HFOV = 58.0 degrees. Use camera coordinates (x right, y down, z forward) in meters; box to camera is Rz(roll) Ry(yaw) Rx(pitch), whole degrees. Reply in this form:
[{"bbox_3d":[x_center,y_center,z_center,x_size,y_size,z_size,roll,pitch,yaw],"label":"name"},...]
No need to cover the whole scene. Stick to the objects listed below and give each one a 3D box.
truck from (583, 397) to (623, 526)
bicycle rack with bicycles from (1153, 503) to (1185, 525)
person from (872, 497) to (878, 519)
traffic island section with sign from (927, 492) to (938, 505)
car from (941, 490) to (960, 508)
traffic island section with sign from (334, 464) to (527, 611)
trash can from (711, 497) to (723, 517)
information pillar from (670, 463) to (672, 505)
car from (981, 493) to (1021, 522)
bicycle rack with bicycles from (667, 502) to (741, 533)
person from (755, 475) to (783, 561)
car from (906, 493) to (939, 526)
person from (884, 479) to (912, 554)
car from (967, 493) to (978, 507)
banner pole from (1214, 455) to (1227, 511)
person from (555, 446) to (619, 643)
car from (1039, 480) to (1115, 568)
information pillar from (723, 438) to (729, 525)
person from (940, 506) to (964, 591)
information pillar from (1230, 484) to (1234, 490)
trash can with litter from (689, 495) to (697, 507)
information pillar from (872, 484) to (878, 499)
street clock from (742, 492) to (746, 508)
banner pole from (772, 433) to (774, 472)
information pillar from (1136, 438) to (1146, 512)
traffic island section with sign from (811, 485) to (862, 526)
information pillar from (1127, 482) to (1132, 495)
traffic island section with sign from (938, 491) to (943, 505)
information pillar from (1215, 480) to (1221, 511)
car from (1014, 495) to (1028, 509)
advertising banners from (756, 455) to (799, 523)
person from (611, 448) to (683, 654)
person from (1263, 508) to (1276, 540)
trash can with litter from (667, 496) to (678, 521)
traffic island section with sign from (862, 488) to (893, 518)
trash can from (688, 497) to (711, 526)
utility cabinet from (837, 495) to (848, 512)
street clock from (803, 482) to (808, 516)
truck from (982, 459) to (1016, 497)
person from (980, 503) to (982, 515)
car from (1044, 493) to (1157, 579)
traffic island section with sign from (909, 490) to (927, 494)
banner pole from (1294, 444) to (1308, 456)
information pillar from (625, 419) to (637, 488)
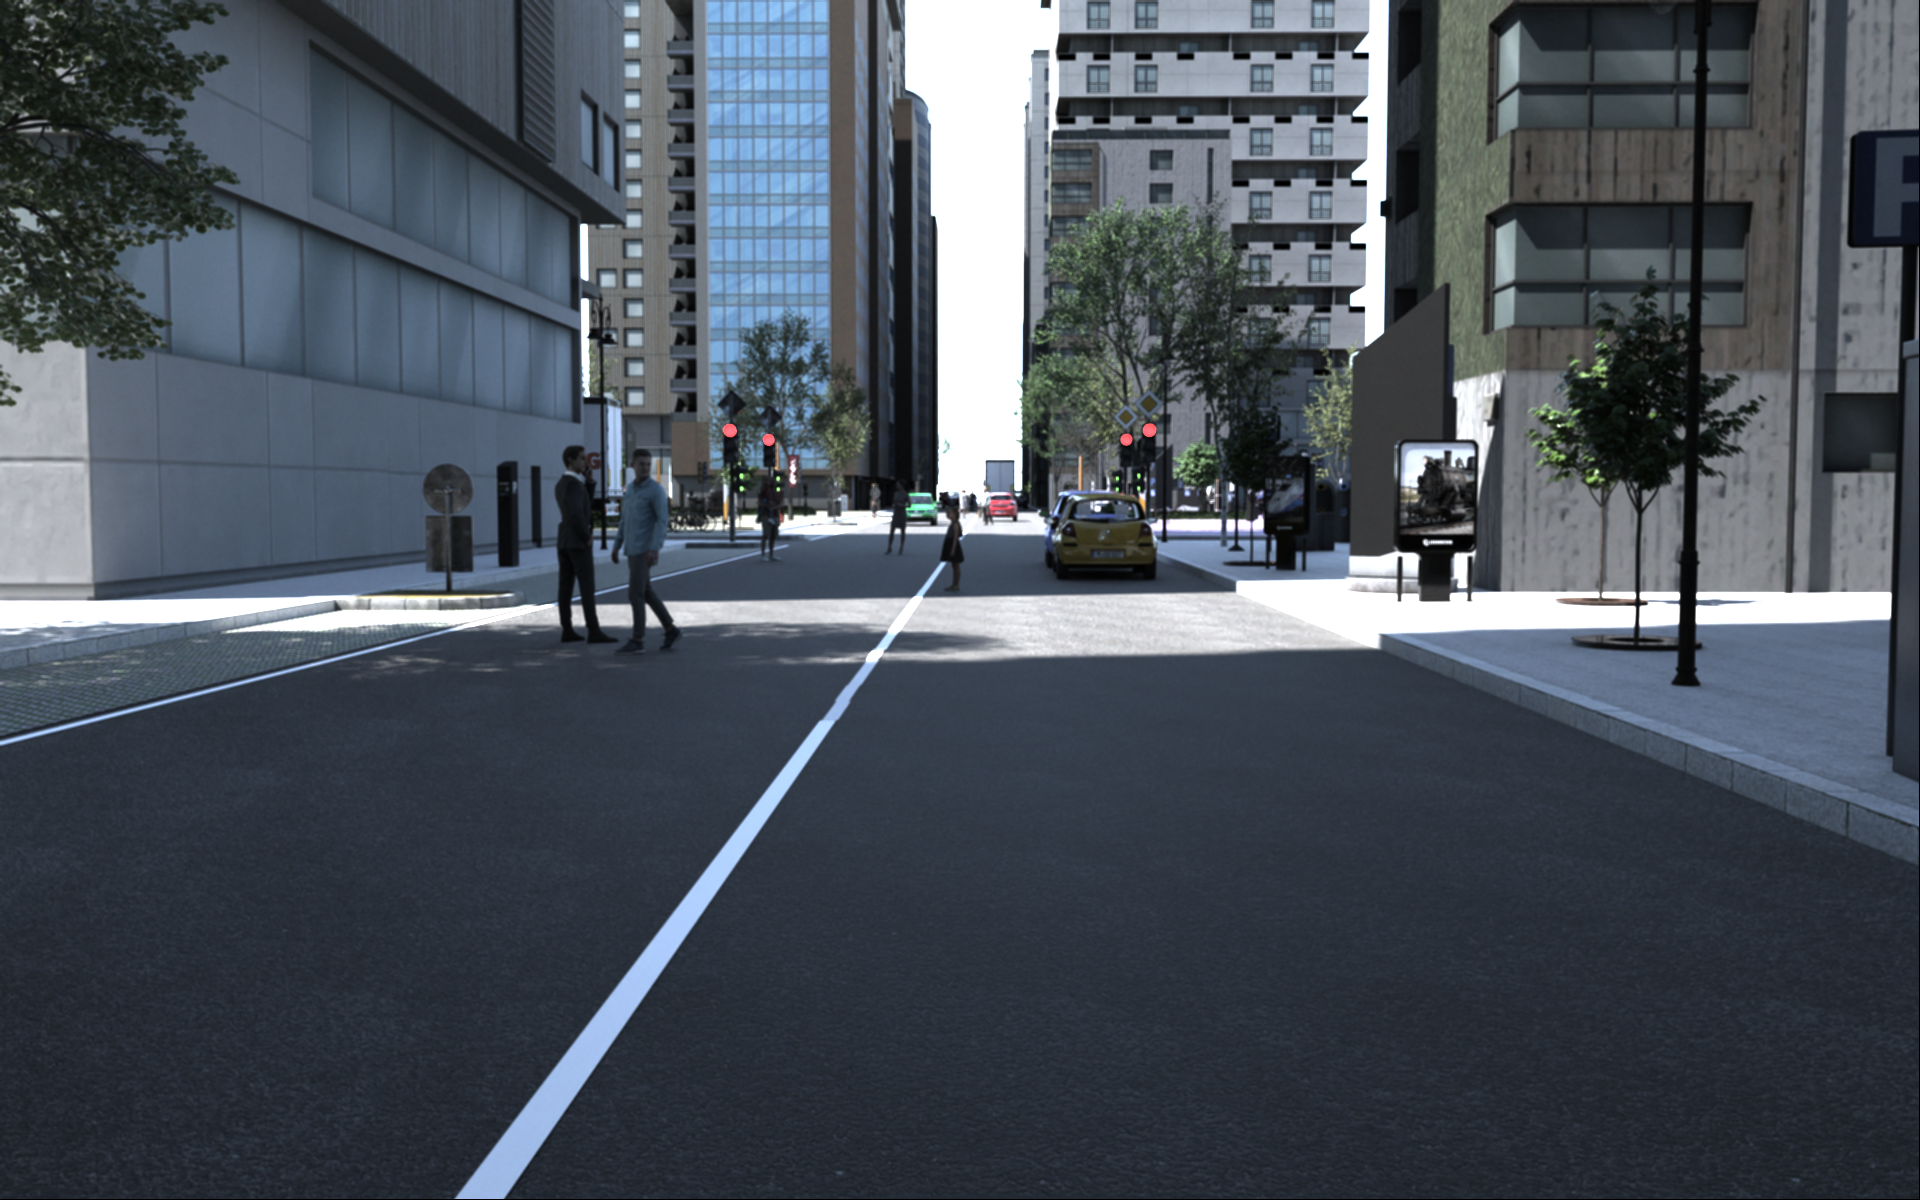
[{"bbox_3d":[-15.741,-3.793,50.931,11.283,4.237,2.839,0,4,-1],"label":"truck"},{"bbox_3d":[7.646,-3.664,73.295,2.852,0.926,2.925,-1,4,-8],"label":"bicycle rack with bicycles"},{"bbox_3d":[-4.797,-5.153,97.427,0.362,1.253,0.373,3,4,38],"label":"person"},{"bbox_3d":[-3.623,-10.530,180.786,1.989,1.847,2.006,0,4,1],"label":"traffic island section with sign"},{"bbox_3d":[-0.813,-10.222,175.799,2.281,1.827,5.304,0,3,0],"label":"car"},{"bbox_3d":[-6.642,-0.822,22.061,1.989,1.847,2.006,0,4,1],"label":"traffic island section with sign"},{"bbox_3d":[-13.557,-5.124,95.434,0.748,1.137,0.748,0,3,0],"label":"trash can"},{"bbox_3d":[-21.613,-8.451,129.532,0.183,3.616,0.504,-1,4,-19],"label":"information pillar"},{"bbox_3d":[2.144,-5.054,91.681,2.155,1.783,4.494,0,4,2],"label":"car"},{"bbox_3d":[-9.352,-2.749,58.326,2.925,0.926,2.852,-2,4,-33],"label":"bicycle rack with bicycles"},{"bbox_3d":[-4.086,-1.748,37.048,0.573,1.828,0.580,0,4,7],"label":"person"},{"bbox_3d":[-1.945,-4.318,79.388,1.959,1.807,4.718,0,3,0],"label":"car"},{"bbox_3d":[-1.474,-1.977,41.169,0.599,1.781,0.374,2,4,29],"label":"person"},{"bbox_3d":[1.025,-10.801,186.191,1.945,1.707,3.694,0,4,1],"label":"car"},{"bbox_3d":[14.989,-6.735,100.133,0.863,3.779,0.401,0,4,-1],"label":"banner pole"},{"bbox_3d":[-3.668,-0.548,16.822,0.474,1.900,0.648,-3,4,-37],"label":"person"},{"bbox_3d":[2.566,-1.554,35.004,1.945,1.707,3.694,0,4,2],"label":"car"},{"bbox_3d":[-9.843,-4.985,72.860,0.183,3.616,0.504,0,4,8],"label":"information pillar"},{"bbox_3d":[-0.123,-0.760,25.593,0.373,1.253,0.362,-1,4,-10],"label":"person"},{"bbox_3d":[16.159,-6.815,102.782,0.183,3.616,0.504,-1,4,-12],"label":"information pillar"},{"bbox_3d":[-17.838,-6.570,118.477,2.233,1.210,1.678,-1,4,-12],"label":"trash can with litter"},{"bbox_3d":[-6.283,-7.550,127.928,0.304,2.012,0.304,-2,4,-32],"label":"information pillar"},{"bbox_3d":[-16.207,-7.670,129.970,0.358,2.002,0.471,-1,4,-11],"label":"street clock"},{"bbox_3d":[-7.682,-4.945,70.874,0.401,3.779,0.863,-1,4,-15],"label":"banner pole"},{"bbox_3d":[6.788,-4.459,64.256,0.504,3.616,0.183,0,4,3],"label":"information pillar"},{"bbox_3d":[-5.590,-4.219,77.612,1.989,1.847,2.006,0,4,1],"label":"traffic island section with sign"},{"bbox_3d":[10.428,-6.234,106.414,0.304,2.012,0.304,1,4,17],"label":"information pillar"},{"bbox_3d":[-2.569,-13.934,236.445,1.989,1.847,2.006,0,4,1],"label":"traffic island section with sign"},{"bbox_3d":[13.367,-5.187,89.302,0.304,2.012,0.304,-1,4,-12],"label":"information pillar"},{"bbox_3d":[5.618,-9.403,166.312,1.945,1.354,3.894,0,4,0],"label":"car"},{"bbox_3d":[-8.149,-4.973,77.489,2.074,3.025,0.090,1,4,16],"label":"advertising banners"},{"bbox_3d":[-2.802,-0.446,15.648,0.748,1.841,0.638,-2,4,-33],"label":"person"},{"bbox_3d":[9.209,-2.559,50.529,0.709,1.800,0.728,1,4,19],"label":"person"},{"bbox_3d":[-13.670,-4.246,80.481,1.678,1.210,2.233,0,4,-7],"label":"trash can with litter"},{"bbox_3d":[-5.069,-5.871,104.623,1.989,1.847,2.006,0,4,1],"label":"traffic island section with sign"},{"bbox_3d":[-10.436,-3.491,68.739,0.748,1.137,0.748,0,3,0],"label":"trash can"},{"bbox_3d":[-8.712,-7.099,127.234,1.020,1.237,0.306,-3,5,-41],"label":"utility cabinet"},{"bbox_3d":[-8.931,-5.844,100.112,0.358,2.002,0.471,0,4,0],"label":"street clock"},{"bbox_3d":[3.289,-9.537,144.850,2.839,4.237,11.283,0,4,1],"label":"truck"},{"bbox_3d":[1.565,-6.573,120.247,0.640,1.303,0.475,2,4,28],"label":"person"},{"bbox_3d":[2.508,-1.249,30.643,2.015,1.641,3.980,0,4,2],"label":"car"},{"bbox_3d":[-4.158,-8.831,153.014,1.989,1.847,2.006,0,4,1],"label":"traffic island section with sign"},{"bbox_3d":[16.940,-5.892,86.345,0.863,3.779,0.401,0,4,-3],"label":"banner pole"},{"bbox_3d":[-10.352,-3.861,54.478,0.183,3.616,0.504,2,4,27],"label":"information pillar"}]
